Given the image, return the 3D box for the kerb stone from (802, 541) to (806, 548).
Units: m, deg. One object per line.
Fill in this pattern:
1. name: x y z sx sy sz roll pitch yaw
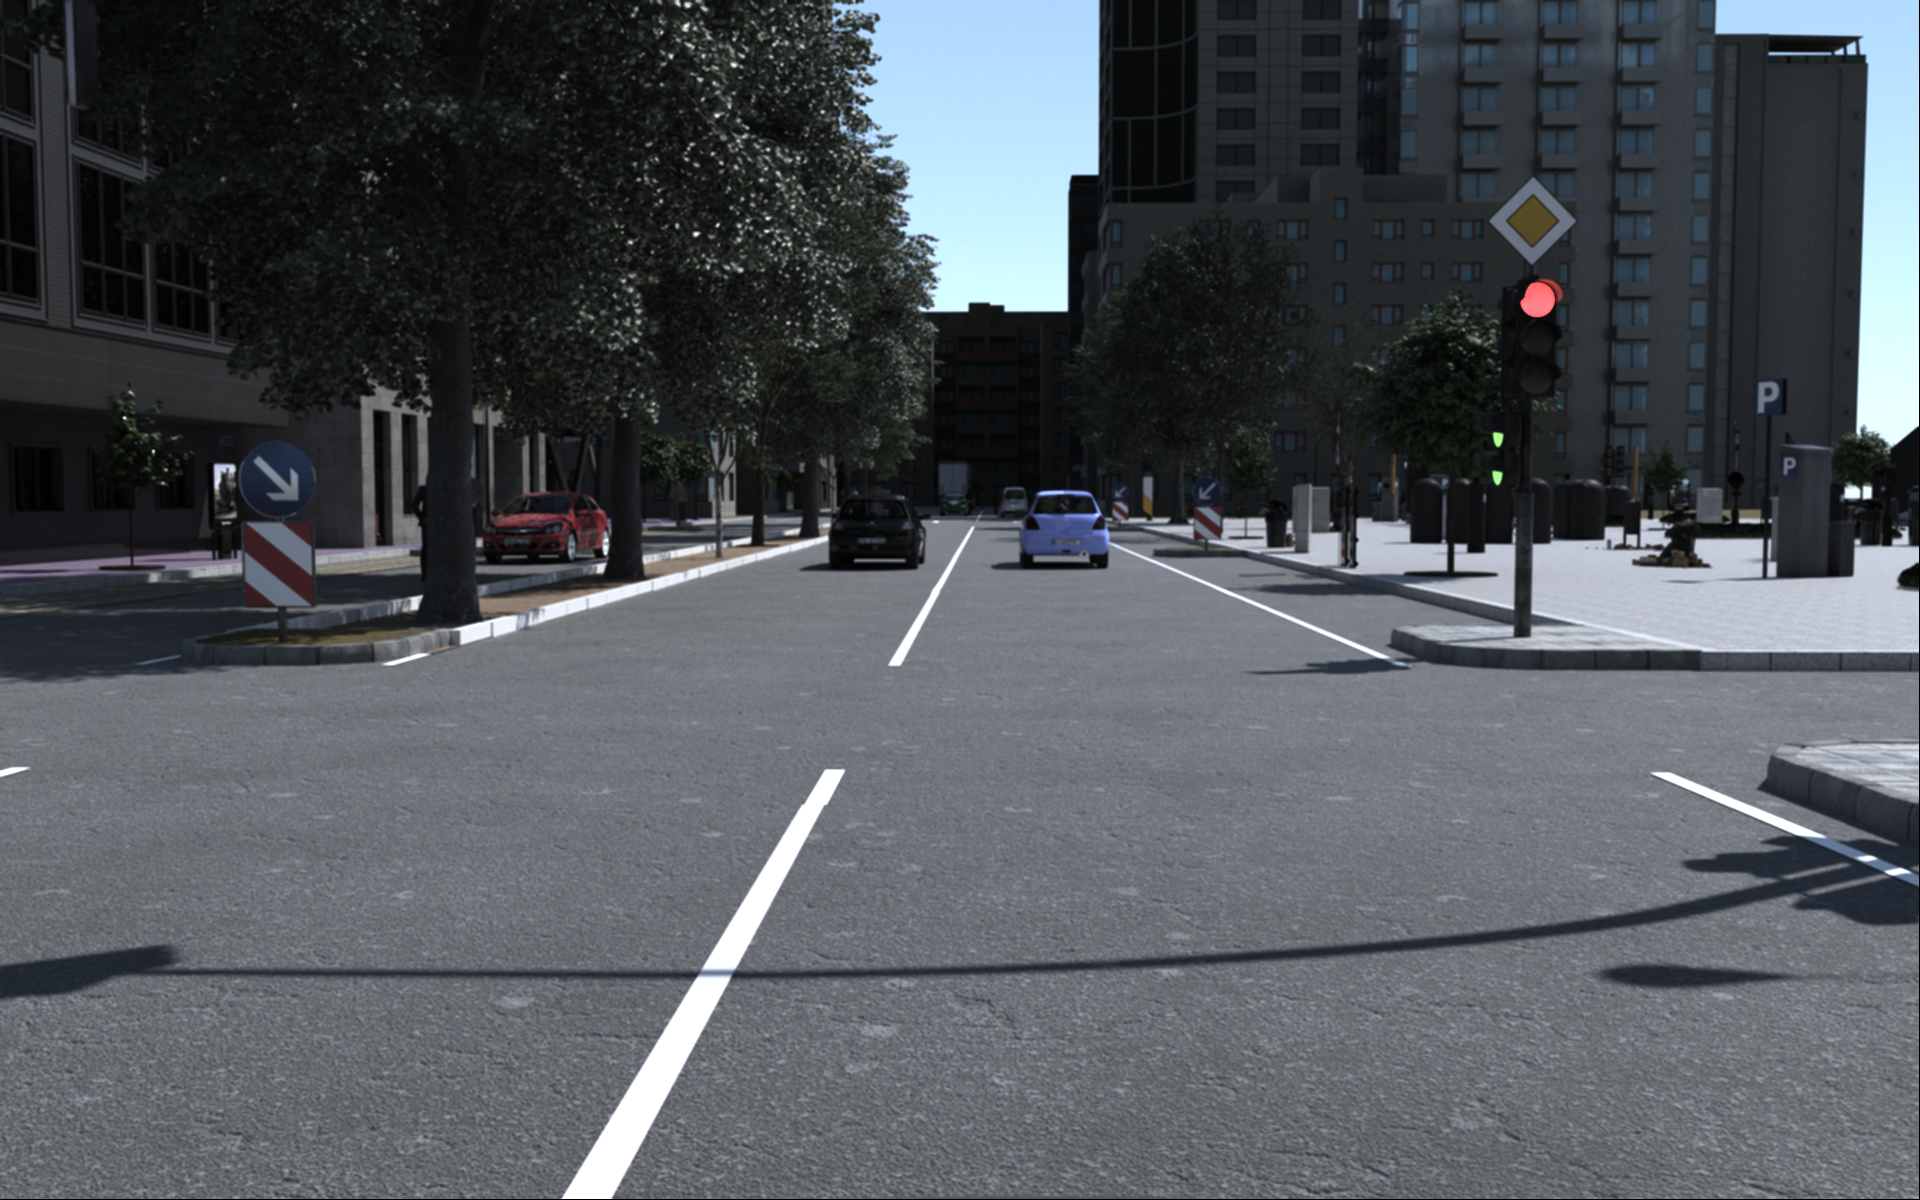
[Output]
1. kerb stone: -4.219 -1.424 45.483 0.120 0.150 1.000 0 4 1

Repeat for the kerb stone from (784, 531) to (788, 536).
1. kerb stone: -6.071 -2.243 58.904 0.120 0.150 1.000 0 4 1

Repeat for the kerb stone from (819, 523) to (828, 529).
1. kerb stone: -5.809 -3.123 73.257 0.120 0.150 1.000 0 4 1

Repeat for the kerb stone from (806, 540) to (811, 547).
1. kerb stone: -4.194 -1.486 46.517 0.120 0.150 1.000 0 4 1

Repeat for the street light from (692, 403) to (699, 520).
1. street light: -12.543 -6.914 85.578 1.470 5.913 1.316 0 4 1

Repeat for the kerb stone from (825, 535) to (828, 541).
1. kerb stone: -4.108 -1.801 51.645 0.120 0.150 1.000 0 4 1

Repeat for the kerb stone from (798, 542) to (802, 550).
1. kerb stone: -4.236 -1.362 44.461 0.120 0.150 1.000 0 4 1

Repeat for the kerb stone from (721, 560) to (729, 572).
1. kerb stone: -4.465 -0.610 32.172 0.120 0.150 1.000 0 4 1

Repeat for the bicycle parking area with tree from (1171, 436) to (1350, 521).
1. bicycle parking area with tree: 15.137 -6.091 86.597 8.231 4.147 9.016 3 5 39

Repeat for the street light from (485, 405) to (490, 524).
1. street light: -13.282 -4.774 50.592 1.470 5.913 1.316 0 4 1

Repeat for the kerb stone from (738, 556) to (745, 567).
1. kerb stone: -4.432 -0.736 34.223 0.120 0.150 1.000 0 4 1

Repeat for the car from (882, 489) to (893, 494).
1. car: -6.116 -7.721 134.915 2.281 1.827 5.304 0 4 2

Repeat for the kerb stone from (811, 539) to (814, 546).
1. kerb stone: -4.183 -1.545 47.547 0.120 0.150 1.000 0 4 1

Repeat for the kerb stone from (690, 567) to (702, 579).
1. kerb stone: -4.529 -0.423 29.105 0.120 0.150 1.000 0 4 1

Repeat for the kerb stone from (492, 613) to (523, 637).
1. kerb stone: -4.723 0.267 17.829 0.120 0.150 1.000 0 4 1

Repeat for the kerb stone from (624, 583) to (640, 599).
1. kerb stone: -4.620 -0.109 23.975 0.120 0.150 1.000 0 4 1

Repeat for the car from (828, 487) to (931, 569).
1. car: -1.607 -1.509 34.451 2.009 1.686 4.222 0 4 1

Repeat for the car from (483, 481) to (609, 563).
1. car: -8.849 -1.722 37.196 2.155 1.783 4.494 0 4 3

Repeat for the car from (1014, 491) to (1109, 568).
1. car: 2.051 -1.540 34.771 1.945 1.707 3.694 0 4 1

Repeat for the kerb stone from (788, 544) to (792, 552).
1. kerb stone: -4.283 -1.231 42.411 0.120 0.150 1.000 0 4 1

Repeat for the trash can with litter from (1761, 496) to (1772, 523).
1. trash can with litter: 30.337 -3.337 65.621 1.678 1.210 2.233 -2 4 -26

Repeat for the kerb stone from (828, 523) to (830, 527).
1. kerb stone: -5.791 -3.186 74.281 0.120 0.150 1.000 0 4 1

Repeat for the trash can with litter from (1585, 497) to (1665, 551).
1. trash can with litter: 15.641 -1.763 39.887 1.678 1.210 2.233 -1 4 -16

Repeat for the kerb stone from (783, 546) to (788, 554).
1. kerb stone: -4.296 -1.174 41.384 0.120 0.150 1.000 0 4 1

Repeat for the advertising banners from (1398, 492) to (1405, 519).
1. advertising banners: 23.248 -5.646 88.501 2.074 3.025 0.090 2 4 26

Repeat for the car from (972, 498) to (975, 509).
1. car: 0.481 -9.293 164.294 2.083 1.381 4.827 0 4 1

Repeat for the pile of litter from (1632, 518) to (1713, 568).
1. pile of litter: 12.662 -1.028 30.780 1.176 0.858 1.719 0 4 3

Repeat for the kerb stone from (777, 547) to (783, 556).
1. kerb stone: -4.314 -1.110 40.362 0.120 0.150 1.000 0 4 1

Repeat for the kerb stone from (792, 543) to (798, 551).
1. kerb stone: -4.250 -1.295 43.436 0.120 0.150 1.000 0 4 1

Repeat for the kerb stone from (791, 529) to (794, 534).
1. kerb stone: -6.034 -2.365 60.949 0.120 0.150 1.000 0 4 1

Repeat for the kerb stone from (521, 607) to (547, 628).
1. kerb stone: -4.709 0.209 18.852 0.120 0.150 1.000 0 4 1

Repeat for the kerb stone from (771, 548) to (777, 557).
1. kerb stone: -4.331 -1.048 39.340 0.120 0.150 1.000 0 4 1

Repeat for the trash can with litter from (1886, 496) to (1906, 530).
1. trash can with litter: 32.619 -3.086 61.517 2.233 1.210 1.678 0 4 2

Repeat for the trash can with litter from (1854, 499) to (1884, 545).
1. trash can with litter: 22.929 -1.971 43.617 0.624 1.170 1.055 3 4 36

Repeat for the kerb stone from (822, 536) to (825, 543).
1. kerb stone: -4.129 -1.736 50.616 0.120 0.150 1.000 0 4 1

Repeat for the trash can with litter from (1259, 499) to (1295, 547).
1. trash can with litter: 7.679 -1.859 41.778 0.624 1.170 1.055 2 4 32

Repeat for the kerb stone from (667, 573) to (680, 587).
1. kerb stone: -4.557 -0.297 27.057 0.120 0.150 1.000 0 4 1

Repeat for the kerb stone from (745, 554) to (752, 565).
1. kerb stone: -4.406 -0.795 35.245 0.120 0.150 1.000 0 4 1

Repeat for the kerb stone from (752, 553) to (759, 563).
1. kerb stone: -4.398 -0.858 36.267 0.120 0.150 1.000 0 4 1

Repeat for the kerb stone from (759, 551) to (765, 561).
1. kerb stone: -4.369 -0.923 37.296 0.120 0.150 1.000 0 4 1

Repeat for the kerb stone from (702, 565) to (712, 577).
1. kerb stone: -4.495 -0.484 30.127 0.120 0.150 1.000 0 4 1

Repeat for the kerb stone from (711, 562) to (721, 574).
1. kerb stone: -4.486 -0.548 31.150 0.120 0.150 1.000 0 4 1

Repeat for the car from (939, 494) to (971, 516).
1. car: -0.334 -6.180 112.842 2.131 1.459 4.920 0 4 2

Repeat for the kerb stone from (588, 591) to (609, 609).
1. kerb stone: -4.653 0.016 21.931 0.120 0.150 1.000 0 4 1

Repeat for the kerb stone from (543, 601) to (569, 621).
1. kerb stone: -4.695 0.142 19.874 0.120 0.150 1.000 0 4 1

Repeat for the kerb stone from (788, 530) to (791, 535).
1. kerb stone: -6.054 -2.308 59.926 0.120 0.150 1.000 0 4 1

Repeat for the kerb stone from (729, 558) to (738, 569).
1. kerb stone: -4.441 -0.673 33.200 0.120 0.150 1.000 0 4 1

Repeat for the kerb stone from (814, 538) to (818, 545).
1. kerb stone: -4.167 -1.607 48.569 0.120 0.150 1.000 0 4 1

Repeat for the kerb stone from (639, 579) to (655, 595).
1. kerb stone: -4.602 -0.171 24.997 0.120 0.150 1.000 0 4 1

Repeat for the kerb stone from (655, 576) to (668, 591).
1. kerb stone: -4.575 -0.235 26.030 0.120 0.150 1.000 0 4 1

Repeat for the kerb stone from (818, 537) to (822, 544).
1. kerb stone: -4.137 -1.676 49.593 0.120 0.150 1.000 0 4 1

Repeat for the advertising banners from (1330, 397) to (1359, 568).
1. advertising banners: 6.853 -2.116 30.784 0.090 3.025 2.074 0 4 2

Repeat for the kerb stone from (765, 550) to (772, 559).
1. kerb stone: -4.349 -0.981 38.318 0.120 0.150 1.000 0 4 1

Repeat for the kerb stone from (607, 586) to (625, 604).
1. kerb stone: -4.636 -0.046 22.953 0.120 0.150 1.000 0 4 1

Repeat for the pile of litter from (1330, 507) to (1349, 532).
1. pile of litter: 12.582 -2.721 58.449 1.719 0.858 1.176 -1 4 -15

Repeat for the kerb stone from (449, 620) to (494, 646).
1. kerb stone: -4.756 0.330 16.808 0.120 0.150 1.000 0 4 1

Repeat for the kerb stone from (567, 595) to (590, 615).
1. kerb stone: -4.679 0.079 20.905 0.120 0.150 1.000 0 4 1

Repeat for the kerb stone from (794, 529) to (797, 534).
1. kerb stone: -6.022 -2.433 61.971 0.120 0.150 1.000 0 4 1

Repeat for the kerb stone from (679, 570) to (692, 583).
1. kerb stone: -4.540 -0.360 28.080 0.120 0.150 1.000 0 4 1

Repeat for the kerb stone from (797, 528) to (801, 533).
1. kerb stone: -5.993 -2.495 62.992 0.120 0.150 1.000 0 4 1
